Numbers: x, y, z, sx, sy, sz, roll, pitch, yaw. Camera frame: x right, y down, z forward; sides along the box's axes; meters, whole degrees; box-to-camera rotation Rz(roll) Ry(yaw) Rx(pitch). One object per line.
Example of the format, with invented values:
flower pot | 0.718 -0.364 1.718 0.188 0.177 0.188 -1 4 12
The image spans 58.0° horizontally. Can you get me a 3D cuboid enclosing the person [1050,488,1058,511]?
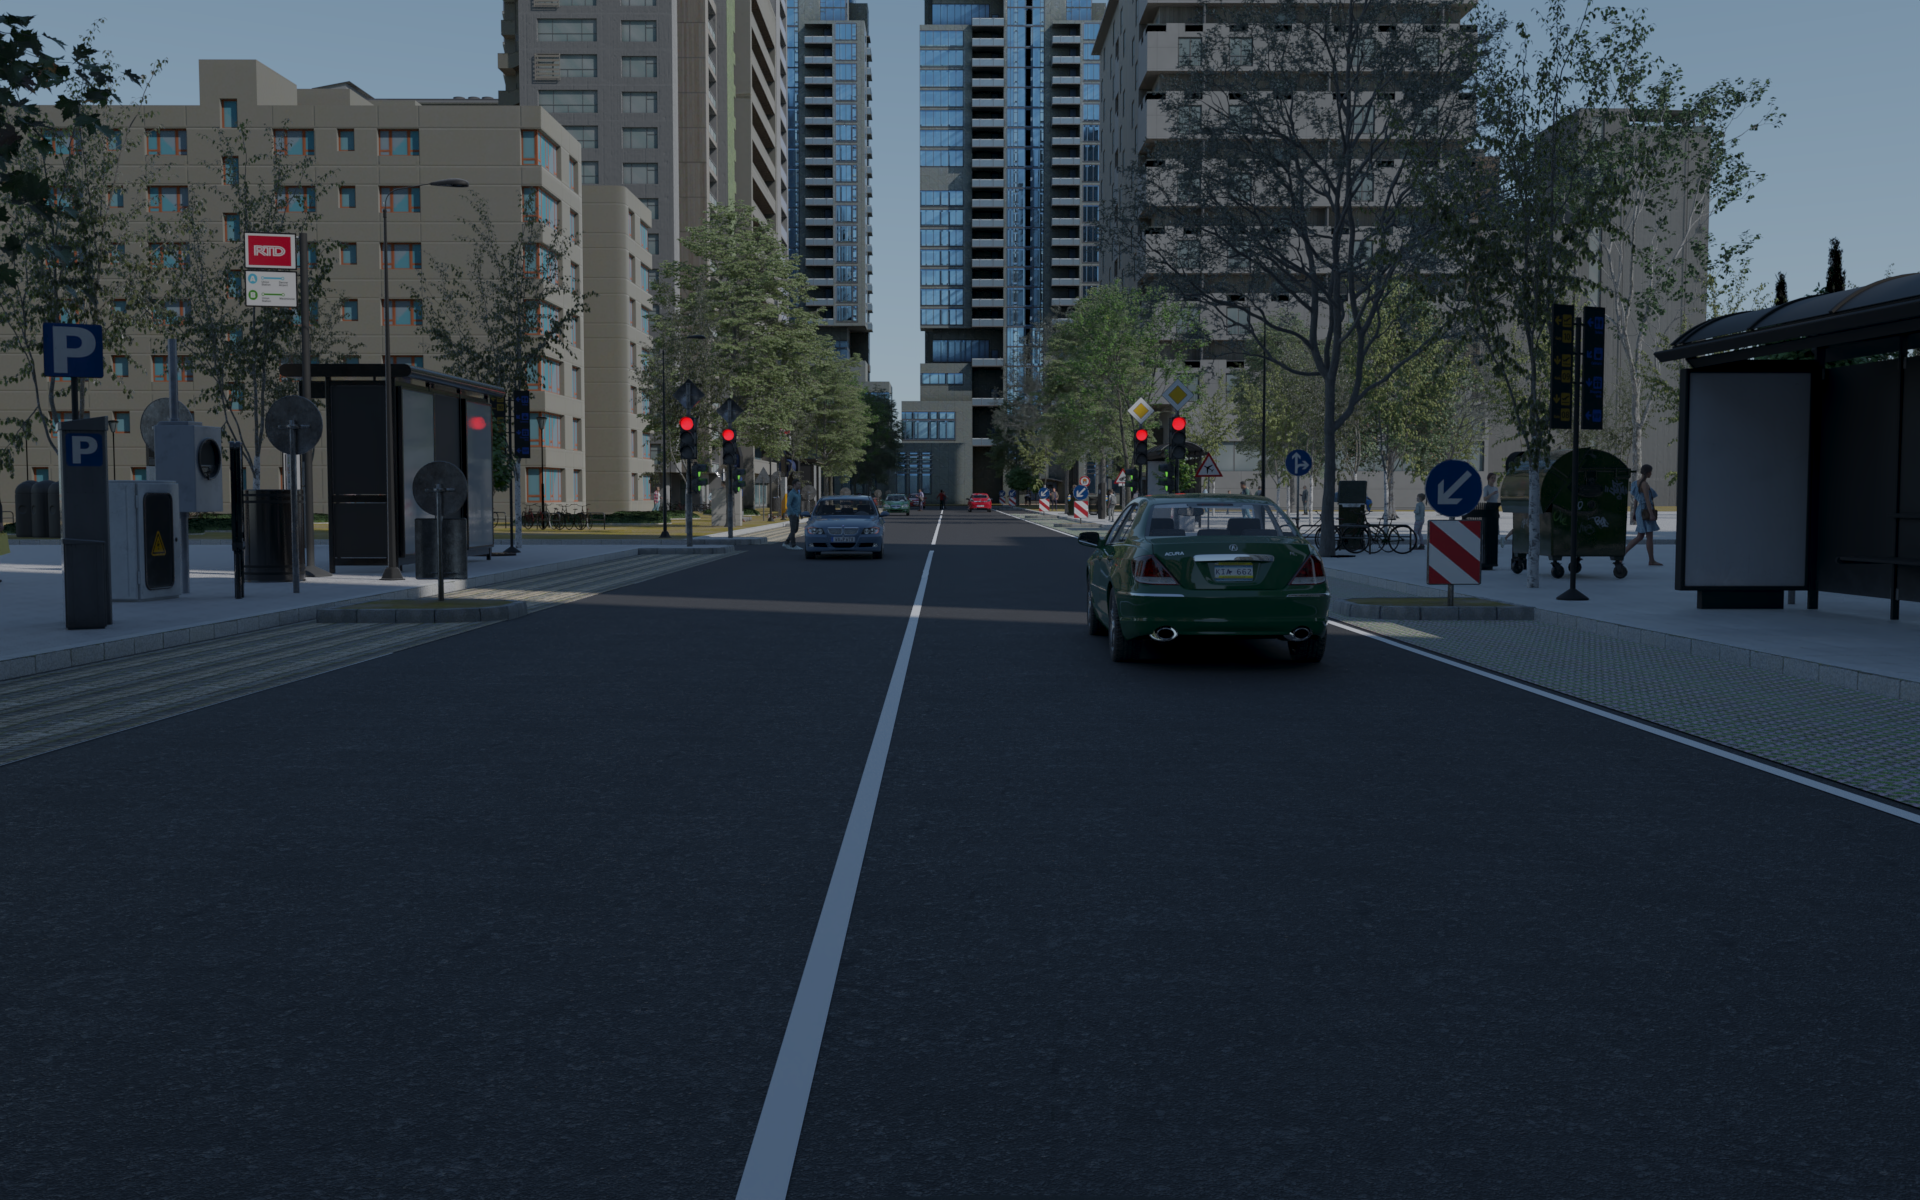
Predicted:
person | 7.238 -7.763 133.496 0.617 1.759 0.750 1 4 11

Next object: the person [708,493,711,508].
person | -15.828 -6.288 110.660 0.589 1.601 0.330 -2 4 -33

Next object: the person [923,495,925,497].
person | -4.471 -11.424 195.994 1.217 1.735 0.721 0 4 7

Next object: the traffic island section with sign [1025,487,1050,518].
traffic island section with sign | 4.867 -5.785 103.209 1.989 1.847 2.006 0 4 0

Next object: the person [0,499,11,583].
person | -14.243 -1.121 24.595 1.509 1.804 0.699 1 4 21

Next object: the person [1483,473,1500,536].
person | 11.712 -1.921 38.020 0.480 1.755 0.524 -2 4 -33

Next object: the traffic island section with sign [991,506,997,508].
traffic island section with sign | 4.277 -10.489 180.124 1.989 1.847 2.006 0 4 0

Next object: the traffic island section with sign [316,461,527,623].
traffic island section with sign | -6.129 -0.699 20.059 1.989 1.847 2.006 0 4 0

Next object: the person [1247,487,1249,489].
person | 20.798 -7.318 125.867 0.537 1.800 0.526 1 4 14

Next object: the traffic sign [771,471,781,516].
traffic sign | -10.060 -5.855 95.827 0.768 2.556 0.104 0 4 1

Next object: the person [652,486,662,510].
person | -17.071 -5.534 97.362 0.643 1.720 0.563 1 4 19

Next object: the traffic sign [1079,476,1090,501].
traffic sign | 8.730 -7.413 121.312 0.768 2.556 0.104 0 4 3

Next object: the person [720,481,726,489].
person | -9.607 -3.950 70.654 0.581 1.822 0.654 1 4 19

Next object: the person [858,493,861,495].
person | -10.514 -10.560 181.935 0.421 1.427 0.697 -3 5 -40

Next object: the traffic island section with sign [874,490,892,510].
traffic island section with sign | -7.136 -8.793 152.401 1.989 1.847 2.006 0 4 0

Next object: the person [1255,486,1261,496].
person | 18.157 -6.041 105.158 0.623 1.781 0.721 -2 4 -24

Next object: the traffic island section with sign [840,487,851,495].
traffic island section with sign | -6.761 -5.779 103.114 1.989 1.847 2.006 0 4 0

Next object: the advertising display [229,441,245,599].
advertising display | -8.968 -0.997 21.515 0.123 1.923 0.974 -1 4 -21

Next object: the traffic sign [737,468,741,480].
traffic sign | -10.698 -4.988 81.657 0.768 2.556 0.104 0 4 2

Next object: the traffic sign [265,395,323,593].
traffic sign | -8.615 -1.364 22.406 0.768 2.556 0.104 0 4 3

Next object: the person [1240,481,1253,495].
person | 10.874 -3.647 66.025 0.721 1.781 0.623 -1 4 -19

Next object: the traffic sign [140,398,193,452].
traffic sign | -10.480 -1.393 22.882 0.768 2.556 0.104 1 4 9

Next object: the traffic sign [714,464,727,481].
traffic sign | -9.936 -4.468 72.789 0.795 2.593 0.064 0 4 0

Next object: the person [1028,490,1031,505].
person | 7.804 -11.705 197.956 0.750 1.759 0.617 3 5 40

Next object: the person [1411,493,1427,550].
person | 10.537 -1.806 39.846 0.394 1.301 0.425 2 4 24

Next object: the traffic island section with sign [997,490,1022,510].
traffic island section with sign | 4.482 -8.826 152.938 1.989 1.847 2.006 0 4 0

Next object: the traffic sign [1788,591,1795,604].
traffic sign | 9.695 -1.224 20.117 0.768 2.556 0.104 0 4 3

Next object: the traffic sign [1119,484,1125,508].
traffic sign | 8.543 -5.376 90.023 0.606 2.300 0.079 0 4 2

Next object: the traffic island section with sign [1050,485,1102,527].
traffic island section with sign | 5.073 -4.062 75.040 1.989 1.847 2.006 0 4 0

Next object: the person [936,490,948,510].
person | -1.629 -9.036 156.171 1.348 1.831 0.705 3 4 37

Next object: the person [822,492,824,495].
person | -15.422 -11.669 197.496 0.621 1.740 0.551 2 4 24

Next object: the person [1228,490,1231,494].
person | 16.833 -6.117 108.654 0.523 1.515 0.503 -2 4 -32

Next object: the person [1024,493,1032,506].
person | 7.020 -10.390 179.100 0.628 1.438 0.799 2 4 32

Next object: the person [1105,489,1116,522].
person | 6.879 -4.298 78.905 0.523 1.515 0.503 0 4 8

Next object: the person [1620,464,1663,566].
person | 12.122 -1.506 30.754 0.778 1.811 0.616 0 4 6

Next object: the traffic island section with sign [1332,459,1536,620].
traffic island section with sign | 5.497 -0.724 20.458 1.989 1.847 2.006 0 4 0

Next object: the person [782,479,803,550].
person | -4.336 -2.220 44.823 0.620 1.820 0.660 1 4 11

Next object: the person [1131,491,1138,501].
person | 12.282 -6.978 120.809 0.731 1.740 0.598 2 4 28

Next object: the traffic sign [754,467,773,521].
traffic sign | -9.387 -5.060 82.742 0.884 2.594 0.081 0 4 5

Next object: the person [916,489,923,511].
person | -3.425 -8.386 145.486 0.599 1.838 0.709 -3 4 -37

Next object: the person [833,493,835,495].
person | -12.174 -9.564 163.123 1.217 1.736 0.721 0 3 0

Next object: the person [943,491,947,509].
person | -1.635 -9.780 169.213 0.445 1.727 0.742 2 4 28

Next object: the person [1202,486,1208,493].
person | 15.096 -6.129 106.509 0.793 1.790 0.793 -2 4 -23

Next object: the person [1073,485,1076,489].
person | 6.899 -5.995 104.040 0.573 1.828 0.580 -2 4 -25

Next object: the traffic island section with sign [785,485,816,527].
traffic island section with sign | -6.556 -4.097 75.607 1.989 1.847 2.006 0 4 0

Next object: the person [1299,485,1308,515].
person | 20.906 -6.062 105.340 0.590 1.801 0.661 -1 4 -9

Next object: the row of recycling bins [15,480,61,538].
row of recycling bins | -26.560 -2.687 51.052 3.534 1.692 1.069 2 4 29

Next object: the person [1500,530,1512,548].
person | 12.989 -2.048 40.278 0.760 1.731 0.466 0 4 -2
